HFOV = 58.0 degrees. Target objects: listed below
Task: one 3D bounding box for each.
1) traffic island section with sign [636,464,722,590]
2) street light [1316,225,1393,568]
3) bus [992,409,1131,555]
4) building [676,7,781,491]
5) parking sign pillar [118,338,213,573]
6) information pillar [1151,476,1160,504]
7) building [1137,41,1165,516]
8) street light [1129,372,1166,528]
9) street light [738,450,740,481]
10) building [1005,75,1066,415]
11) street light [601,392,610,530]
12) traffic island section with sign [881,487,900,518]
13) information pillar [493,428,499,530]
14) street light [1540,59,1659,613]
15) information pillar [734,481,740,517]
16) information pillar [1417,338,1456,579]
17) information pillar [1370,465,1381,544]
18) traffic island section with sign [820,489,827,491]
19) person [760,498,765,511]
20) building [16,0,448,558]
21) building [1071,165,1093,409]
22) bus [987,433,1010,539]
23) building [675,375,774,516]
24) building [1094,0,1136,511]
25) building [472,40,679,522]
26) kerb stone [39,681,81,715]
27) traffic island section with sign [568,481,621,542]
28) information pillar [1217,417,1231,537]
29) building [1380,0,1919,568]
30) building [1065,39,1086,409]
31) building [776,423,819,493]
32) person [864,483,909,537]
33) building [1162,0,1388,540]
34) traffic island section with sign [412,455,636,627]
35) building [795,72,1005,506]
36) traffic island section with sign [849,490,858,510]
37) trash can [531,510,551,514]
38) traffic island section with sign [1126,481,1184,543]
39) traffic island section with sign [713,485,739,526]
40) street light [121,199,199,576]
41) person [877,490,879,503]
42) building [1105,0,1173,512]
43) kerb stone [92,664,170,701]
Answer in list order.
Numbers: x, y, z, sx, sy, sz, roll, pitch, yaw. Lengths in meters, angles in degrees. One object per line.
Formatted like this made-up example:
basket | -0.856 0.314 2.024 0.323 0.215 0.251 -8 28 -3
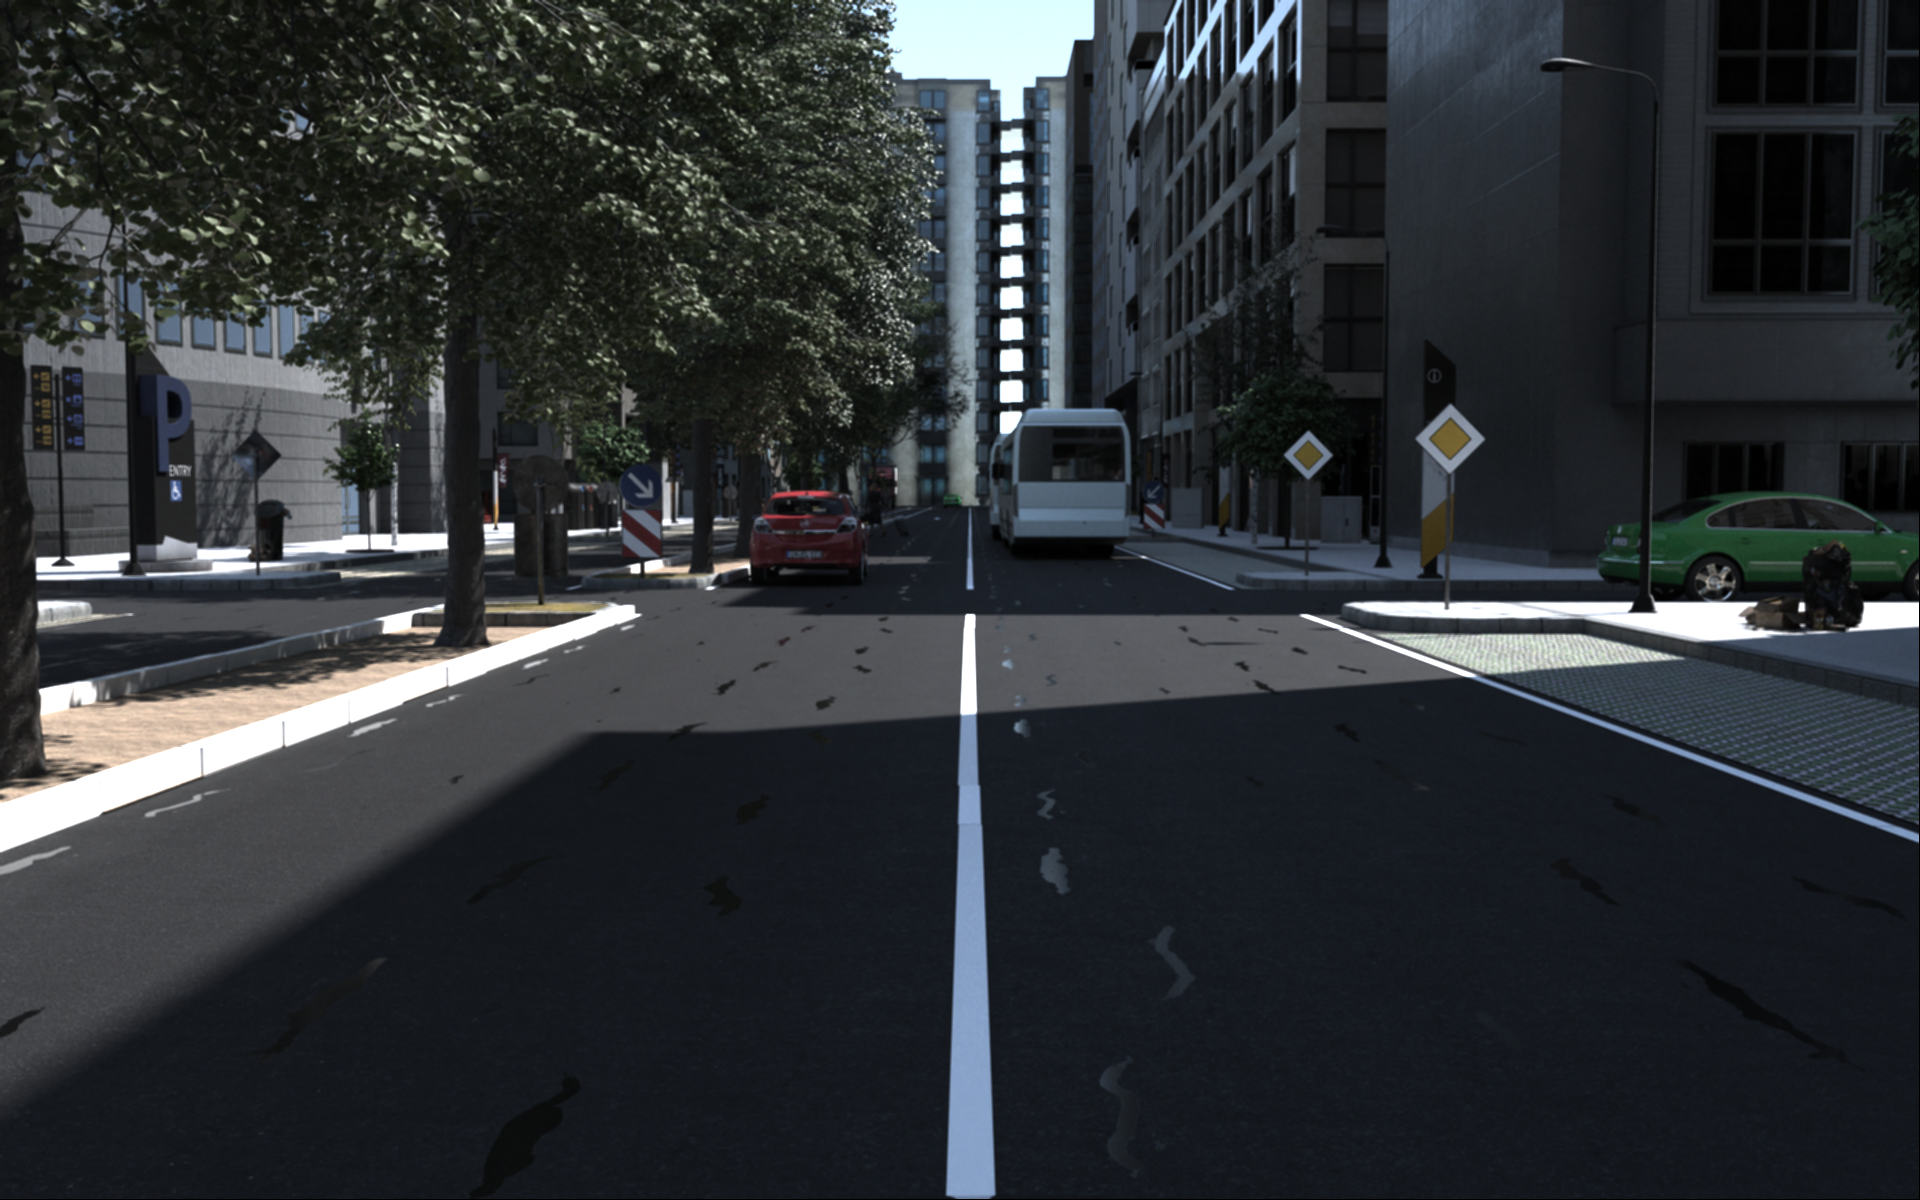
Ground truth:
traffic island section with sign | -4.823 -1.148 26.909 2.006 1.907 1.989 0 4 0
street light | 6.858 -3.521 30.114 1.470 5.913 1.316 0 4 0
bus | 2.397 -3.003 43.963 2.948 3.499 13.247 0 4 0
building | -22.103 -29.851 138.167 14.600 45.320 14.200 0 4 0
parking sign pillar | -13.215 -2.461 28.717 1.447 3.967 1.447 0 4 5
information pillar | 8.060 -4.104 71.588 0.304 2.012 0.304 -1 4 -9
building | 16.440 -16.738 91.682 12.078 24.808 19.932 0 4 0
street light | 7.136 -5.714 65.972 1.470 5.913 1.316 0 4 0
street light | -12.100 -7.741 99.105 1.470 5.913 1.316 0 4 0
building | 20.961 -35.386 198.164 30.456 49.044 23.786 0 4 0
street light | -12.330 -5.513 62.681 1.470 5.913 1.316 0 4 0
traffic island section with sign | -4.394 -5.744 102.046 2.006 1.907 1.989 0 4 0
information pillar | -16.590 -4.312 61.852 0.183 3.616 0.504 0 4 -7
street light | 6.895 -2.821 18.660 1.470 5.913 1.316 0 4 0
information pillar | -12.571 -5.718 97.977 0.304 2.012 0.304 -2 4 -25
information pillar | 7.216 -2.130 26.173 0.504 3.616 0.183 0 4 -4
information pillar | 10.672 -2.429 44.205 0.304 2.012 0.304 3 5 40
traffic island section with sign | -10.157 -7.368 129.102 1.989 1.847 2.006 0 4 0
person | -8.657 -3.854 76.182 0.373 1.253 0.362 0 4 -8
building | -27.713 -30.738 44.563 21.231 58.520 28.212 0 4 0
building | 16.795 -23.418 154.590 14.160 30.474 14.107 0 4 0
bus | 2.325 -3.893 58.510 2.948 3.499 13.247 0 4 1
building | -28.130 -16.659 117.419 27.650 21.520 28.899 0 4 0
building | 18.124 -29.963 140.001 14.600 45.320 14.200 0 4 0
building | -21.815 -19.053 83.217 14.160 30.474 14.107 0 4 0
kerb stone | -5.982 0.663 11.372 0.120 0.150 1.000 0 4 0
traffic island section with sign | -10.613 -2.646 51.890 1.989 1.847 2.006 0 4 0
information pillar | 7.987 -3.726 52.280 0.183 3.616 0.504 -1 4 -23
building | 25.137 -13.176 34.491 30.058 24.678 14.314 0 4 0
building | 17.522 -31.716 168.668 14.600 45.320 14.200 0 4 0
building | -30.051 -52.062 163.883 31.000 86.520 22.319 0 4 0
person | -2.531 -3.040 58.419 1.509 1.804 0.699 2 4 25
building | 19.090 -15.906 64.581 19.350 26.468 34.151 0 4 0
traffic island section with sign | -4.876 -0.695 19.502 2.006 1.907 1.989 0 4 0
building | -9.487 -35.466 199.483 30.456 49.044 23.786 0 4 0
traffic island section with sign | -9.999 -9.086 157.190 1.989 1.847 2.006 0 4 0
trash can | -13.266 -2.642 54.855 0.748 1.137 0.748 0 3 0
traffic island section with sign | 5.604 -2.640 51.786 1.989 1.847 2.006 0 4 0
traffic island section with sign | -10.452 -4.299 78.923 1.989 1.847 2.006 0 4 0
street light | -12.452 -3.334 27.053 1.470 5.913 1.316 0 4 0
person | -6.601 -7.796 136.700 1.217 1.736 0.721 2 4 34
building | 24.482 -32.397 118.929 28.713 52.752 27.495 0 4 0
kerb stone | -5.972 0.599 12.410 0.120 0.150 1.000 0 4 0
